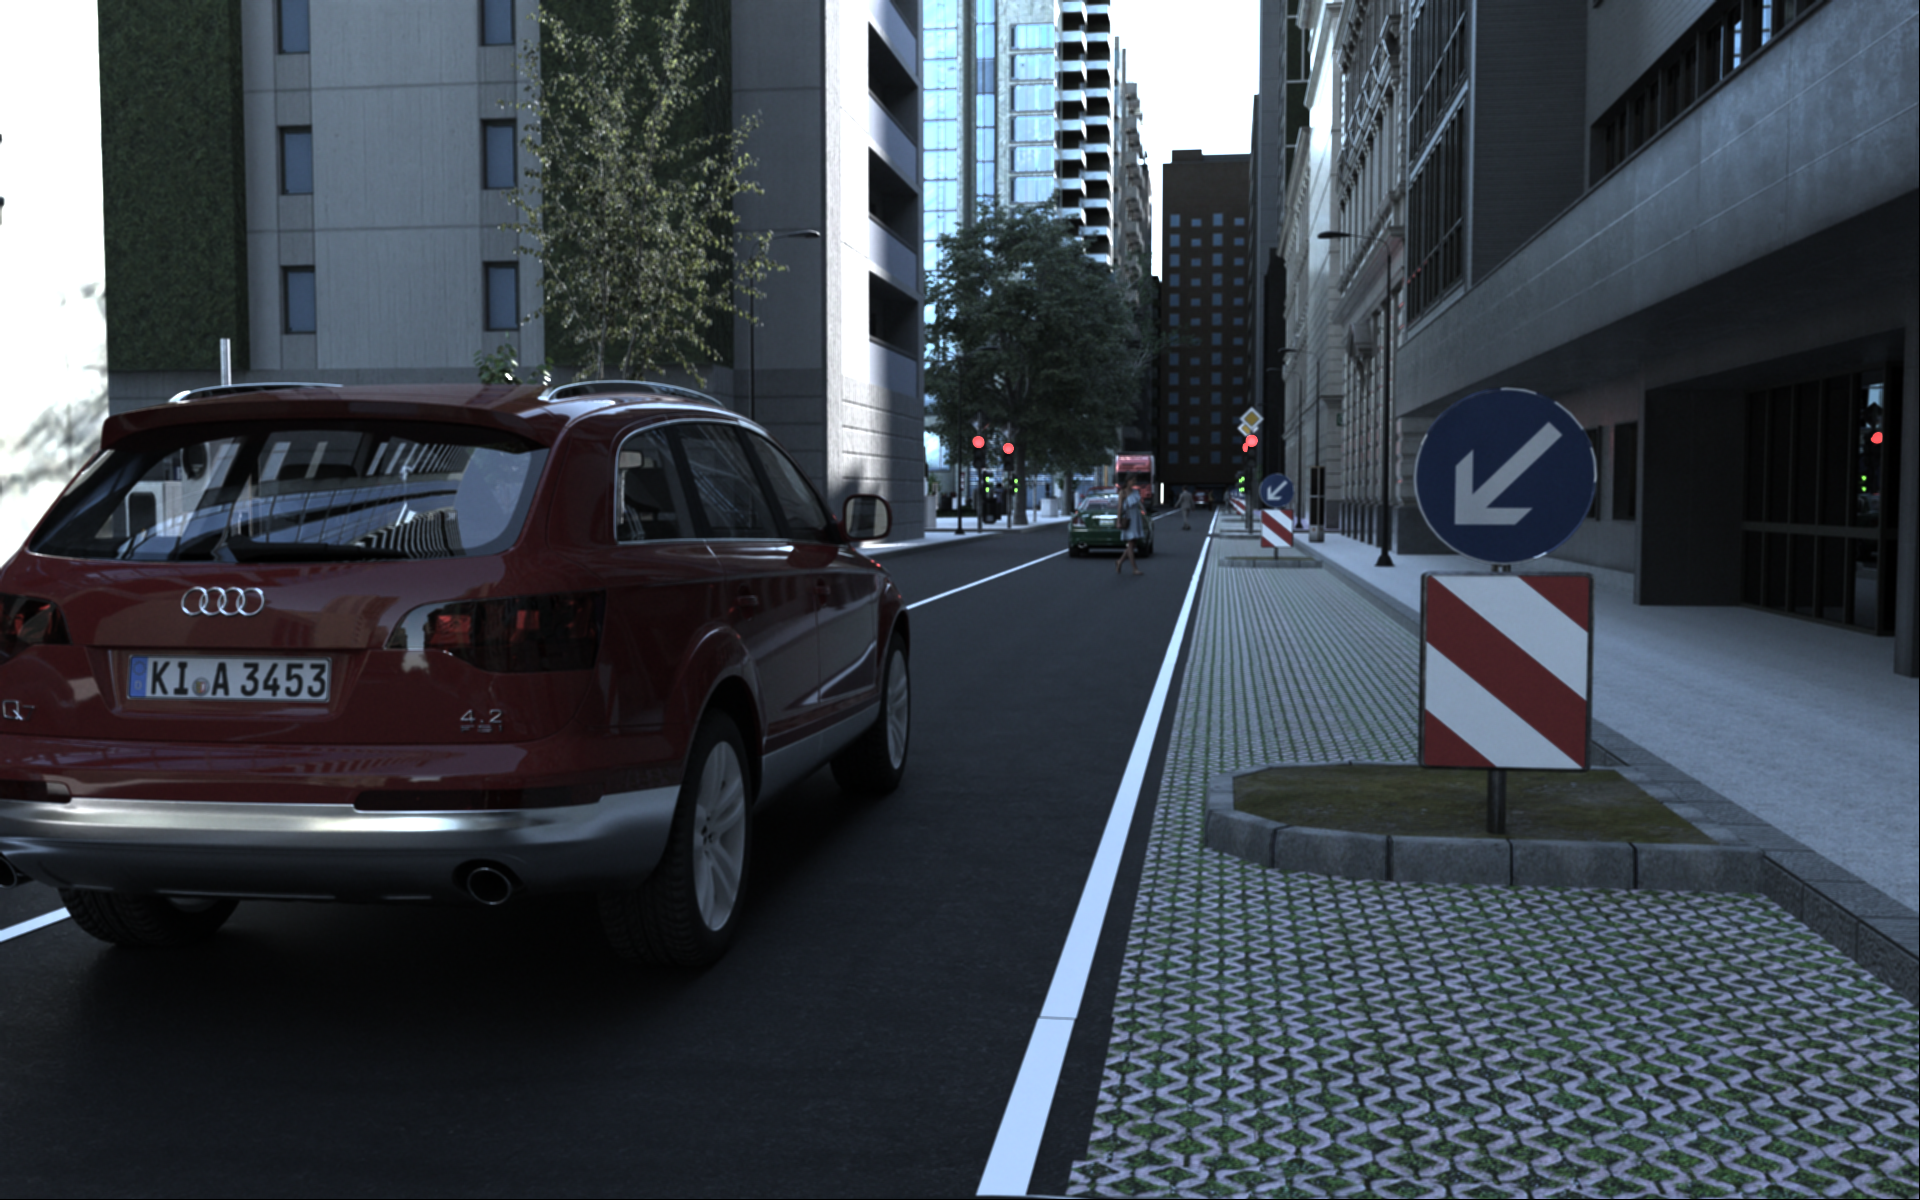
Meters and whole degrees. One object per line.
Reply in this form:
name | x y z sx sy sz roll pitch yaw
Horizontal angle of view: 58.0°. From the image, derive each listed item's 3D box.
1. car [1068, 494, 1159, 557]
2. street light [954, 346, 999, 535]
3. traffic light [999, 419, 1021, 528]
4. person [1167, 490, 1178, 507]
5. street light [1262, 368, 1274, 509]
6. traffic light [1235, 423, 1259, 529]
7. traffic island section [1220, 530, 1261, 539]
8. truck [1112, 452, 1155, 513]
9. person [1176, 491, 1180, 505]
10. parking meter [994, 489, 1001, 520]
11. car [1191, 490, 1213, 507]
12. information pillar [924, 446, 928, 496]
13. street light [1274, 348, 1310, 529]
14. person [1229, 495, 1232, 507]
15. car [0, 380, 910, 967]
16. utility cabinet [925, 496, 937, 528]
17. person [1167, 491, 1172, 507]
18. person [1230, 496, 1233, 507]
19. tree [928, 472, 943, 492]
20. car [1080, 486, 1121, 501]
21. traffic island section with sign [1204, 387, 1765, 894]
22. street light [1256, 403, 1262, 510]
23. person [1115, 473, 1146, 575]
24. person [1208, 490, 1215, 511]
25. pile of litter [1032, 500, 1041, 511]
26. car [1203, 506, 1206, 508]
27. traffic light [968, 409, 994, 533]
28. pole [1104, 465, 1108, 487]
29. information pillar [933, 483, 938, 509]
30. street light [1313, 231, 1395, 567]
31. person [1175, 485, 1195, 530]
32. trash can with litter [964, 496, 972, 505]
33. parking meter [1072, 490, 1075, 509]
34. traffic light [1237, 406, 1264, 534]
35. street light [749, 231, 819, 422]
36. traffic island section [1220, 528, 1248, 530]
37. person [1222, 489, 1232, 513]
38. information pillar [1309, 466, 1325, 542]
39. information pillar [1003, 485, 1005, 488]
car | 3.588 -1.770 40.732 2.131 1.459 4.920 1 4 8
street light | 0.528 -5.025 54.697 1.470 5.913 1.316 1 4 9
traffic light | 1.863 -4.642 64.817 0.839 4.253 0.868 1 4 9
person | 22.835 -10.867 186.196 1.348 1.821 0.705 2 4 33
street light | 12.032 -5.600 64.104 1.470 5.913 1.316 1 4 9
traffic light | 10.529 -4.563 63.527 0.839 4.253 0.868 1 4 9
traffic island section | 9.372 -2.046 55.739 2.009 0.180 2.903 1 4 9
truck | 11.922 -7.884 117.818 2.839 4.237 11.283 0 4 7
person | 26.240 -12.241 209.171 0.617 1.759 0.750 3 4 37
parking meter | 1.860 -4.733 85.795 0.372 1.533 0.369 0 3 0
car | 23.587 -9.823 169.280 2.281 1.827 5.304 1 4 8
information pillar | -1.849 -5.715 84.799 0.504 3.616 0.183 3 5 39
street light | 10.853 -5.061 55.287 1.470 5.913 1.316 1 4 9
person | 26.856 -9.906 170.462 1.348 1.824 0.705 -3 4 -39
car | -1.510 0.108 6.900 2.281 1.827 5.304 0 4 8
utility cabinet | -1.202 -3.320 65.445 0.306 1.237 1.020 1 4 20
person | 23.131 -11.117 190.273 0.705 1.822 1.348 2 4 35
person | 29.353 -10.888 187.239 1.217 1.743 0.721 3 4 38
tree | -2.363 -8.879 139.774 1.663 3.219 1.824 0 3 0
car | 7.207 -4.779 86.806 2.281 1.827 5.304 1 4 10
traffic island section with sign | 2.038 0.085 7.241 1.989 1.847 2.006 1 4 9
street light | 15.816 -7.098 88.597 1.470 5.913 1.316 1 4 9
person | 2.976 -1.358 30.790 0.616 1.811 0.778 -2 4 -35
person | 21.031 -8.348 145.081 0.705 1.812 1.348 -1 4 -13
pile of litter | 6.428 -7.360 134.299 1.719 0.858 1.176 0 4 0
car | 24.553 -10.433 179.380 1.959 1.807 4.718 1 4 10
traffic light | 0.669 -4.159 56.922 0.839 4.253 0.868 1 4 9
pole | 9.838 -7.517 116.741 0.158 3.312 0.155 0 3 0
information pillar | -1.660 -6.812 115.861 0.304 2.012 0.304 0 4 7
street light | 7.013 -3.557 30.698 1.470 5.913 1.316 1 4 9
person | 9.026 -3.700 69.273 0.678 1.792 0.850 -2 4 -25
trash can with litter | 0.870 -7.525 134.414 1.055 1.170 0.624 -1 4 -17
parking meter | 6.629 -5.783 102.960 0.372 1.533 0.369 0 3 0
traffic light | 9.334 -4.080 55.631 0.839 4.253 0.868 1 4 9
street light | -3.174 -3.563 30.793 1.470 5.913 1.316 1 4 9
traffic island section | 10.567 -2.529 63.635 2.009 0.180 2.903 1 4 9
person | 20.158 -7.463 130.620 0.850 1.850 0.679 -1 4 -10
information pillar | 9.521 -2.549 46.176 0.304 2.012 0.304 3 5 44
information pillar | 3.271 -7.951 134.492 0.304 2.012 0.304 3 5 45
